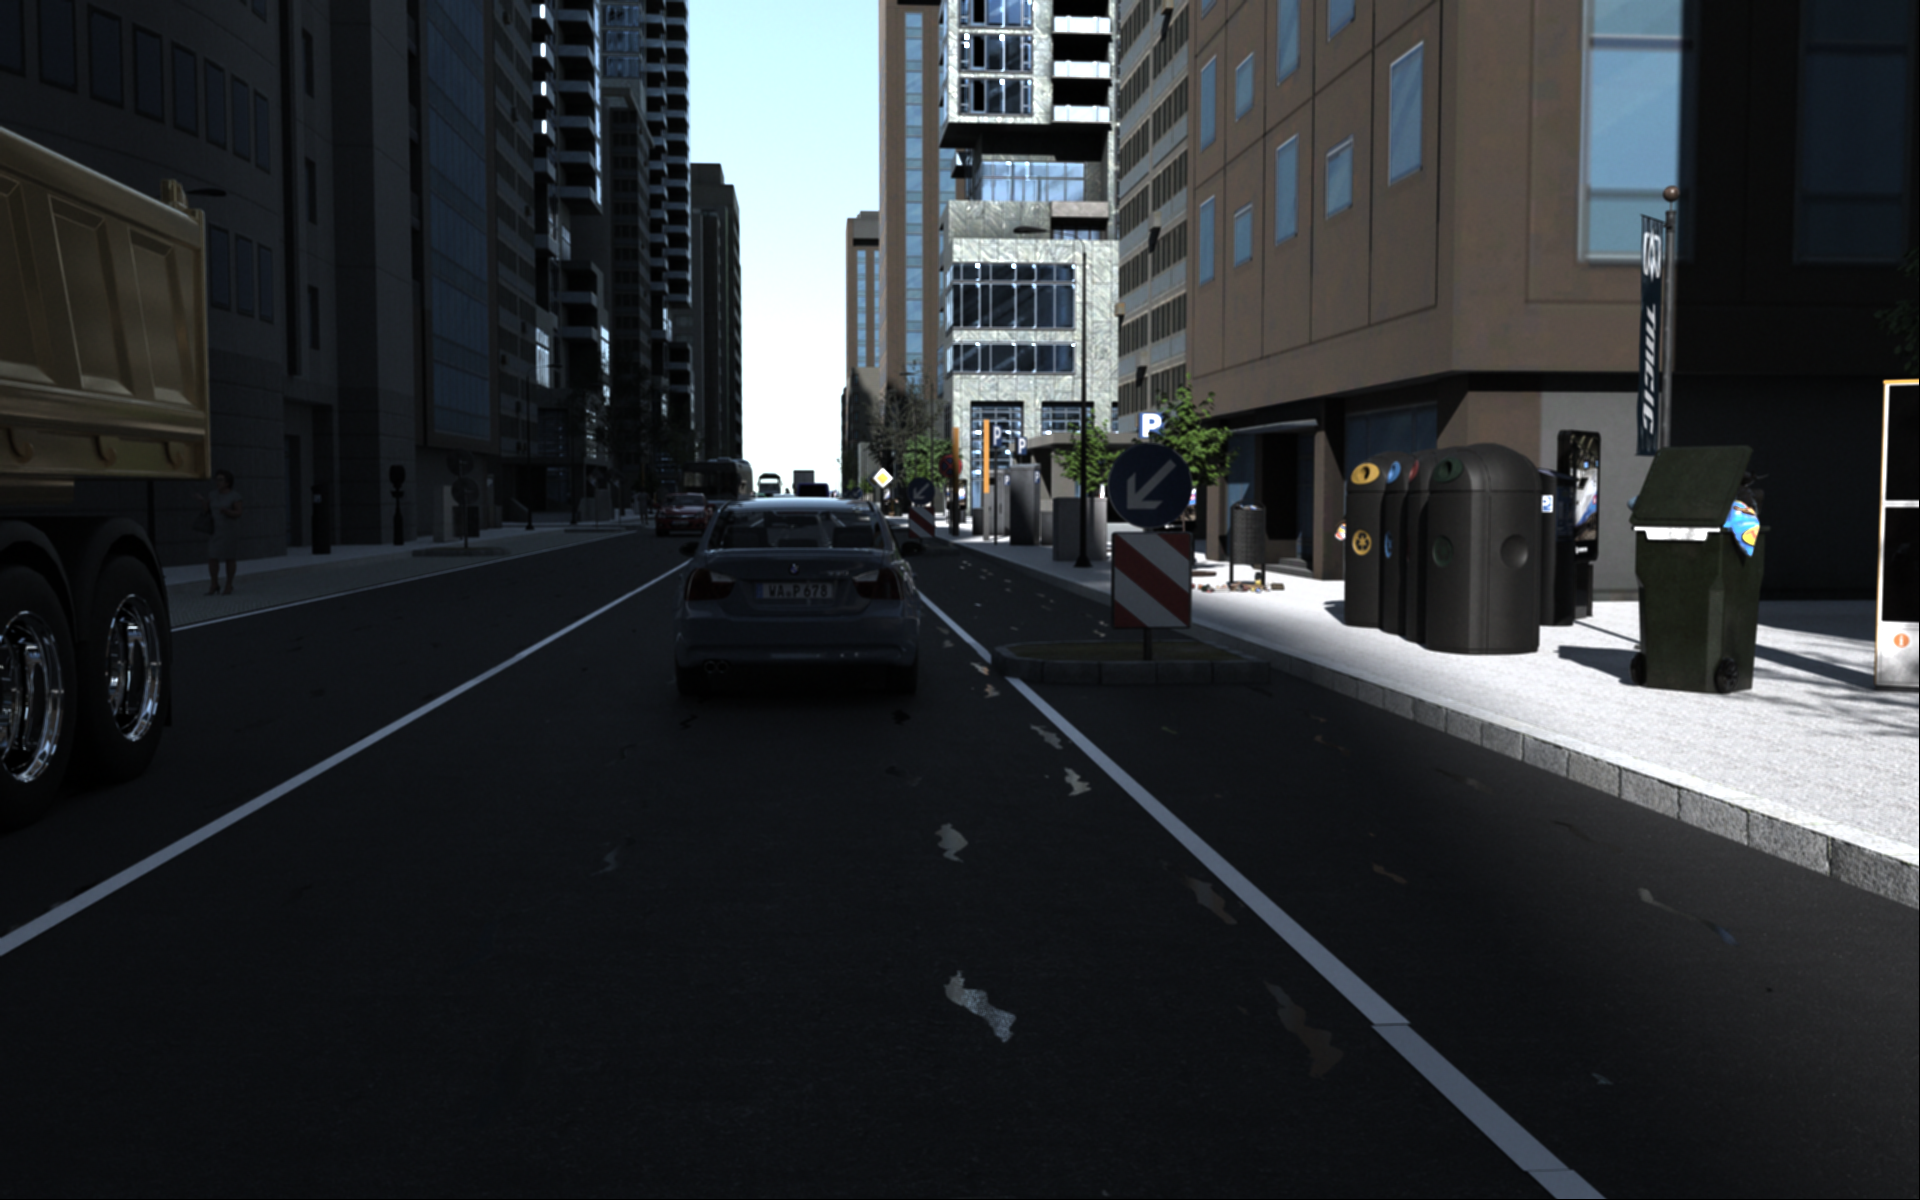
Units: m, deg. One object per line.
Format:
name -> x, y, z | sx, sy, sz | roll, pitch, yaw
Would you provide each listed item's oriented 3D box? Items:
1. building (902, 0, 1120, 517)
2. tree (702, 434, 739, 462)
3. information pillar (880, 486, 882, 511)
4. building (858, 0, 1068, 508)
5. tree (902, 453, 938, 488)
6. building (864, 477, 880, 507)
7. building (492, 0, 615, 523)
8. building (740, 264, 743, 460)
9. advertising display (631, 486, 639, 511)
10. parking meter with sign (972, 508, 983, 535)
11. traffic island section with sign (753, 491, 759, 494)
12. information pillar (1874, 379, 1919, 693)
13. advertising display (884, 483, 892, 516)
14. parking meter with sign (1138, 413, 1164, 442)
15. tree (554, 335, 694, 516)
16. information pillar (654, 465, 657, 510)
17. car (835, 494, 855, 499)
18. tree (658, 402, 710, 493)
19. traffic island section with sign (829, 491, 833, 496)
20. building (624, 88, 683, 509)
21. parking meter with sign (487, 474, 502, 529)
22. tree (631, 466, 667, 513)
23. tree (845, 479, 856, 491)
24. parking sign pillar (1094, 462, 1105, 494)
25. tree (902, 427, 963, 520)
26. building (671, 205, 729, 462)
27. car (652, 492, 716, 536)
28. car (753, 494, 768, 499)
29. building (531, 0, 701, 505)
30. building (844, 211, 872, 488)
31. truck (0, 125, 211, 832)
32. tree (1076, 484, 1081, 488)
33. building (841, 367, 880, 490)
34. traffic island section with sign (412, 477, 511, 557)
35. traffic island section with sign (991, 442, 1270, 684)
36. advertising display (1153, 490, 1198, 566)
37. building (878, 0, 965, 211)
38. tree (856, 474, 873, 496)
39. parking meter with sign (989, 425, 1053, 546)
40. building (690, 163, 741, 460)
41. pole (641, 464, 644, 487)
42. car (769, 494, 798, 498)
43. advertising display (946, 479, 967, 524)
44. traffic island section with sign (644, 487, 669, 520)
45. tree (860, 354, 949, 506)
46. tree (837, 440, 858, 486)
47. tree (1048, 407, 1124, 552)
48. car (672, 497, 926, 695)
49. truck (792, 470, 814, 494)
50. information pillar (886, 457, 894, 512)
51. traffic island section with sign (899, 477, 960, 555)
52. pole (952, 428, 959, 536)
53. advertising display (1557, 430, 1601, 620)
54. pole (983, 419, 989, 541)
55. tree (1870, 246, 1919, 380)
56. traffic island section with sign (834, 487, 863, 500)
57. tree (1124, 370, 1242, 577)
building -> 7.391, -48.825, 110.956 | 22.319, 86.520, 31.000 | 0, 4, -5
tree -> -28.554, -15.761, 208.057 | 4.360, 8.622, 3.978 | 0, 3, 0
information pillar -> -5.365, -7.117, 120.858 | 0.304, 2.012, 0.304 | 1, 4, 15
building -> -0.748, -54.743, 207.713 | 22.319, 86.520, 31.000 | 0, 4, -5
tree -> -1.789, -5.294, 81.150 | 1.663, 3.219, 1.824 | 0, 3, 0
building -> 6.103, -29.987, 182.172 | 32.217, 40.220, 23.993 | 0, 4, -5
building -> -33.904, -23.930, 83.137 | 32.217, 40.220, 23.993 | 0, 4, -5
building -> -44.813, -37.590, 298.197 | 14.154, 41.232, 14.086 | 0, 4, -5
advertising display -> -24.461, -7.710, 131.279 | 0.974, 1.923, 0.123 | 1, 4, 18
parking meter with sign -> 1.174, -3.494, 53.387 | 1.738, 3.016, 0.543 | 2, 4, 34
traffic island section with sign -> -32.600, -16.722, 282.036 | 1.989, 1.847, 2.006 | 0, 4, -5
information pillar -> 6.156, -0.415, 11.270 | 0.304, 2.012, 0.304 | 2, 4, 31
advertising display -> -4.277, -5.907, 101.786 | 0.123, 1.923, 0.974 | -2, 4, -29
parking meter with sign -> 4.156, -2.451, 36.328 | 0.543, 3.016, 1.738 | 0, 4, -4
tree -> -19.682, -10.199, 101.174 | 8.767, 10.594, 7.601 | 0, 4, -2
information pillar -> -24.685, -9.103, 140.193 | 0.183, 3.616, 0.504 | -1, 4, -15
car -> -9.070, -7.765, 135.746 | 1.959, 1.807, 4.718 | 0, 4, -6
tree -> -22.064, -11.362, 136.137 | 4.737, 8.622, 4.395 | 0, 3, 0
traffic island section with sign -> -8.213, -7.014, 123.313 | 1.989, 1.847, 2.006 | 0, 4, -5
building -> -41.198, -28.506, 157.947 | 32.217, 40.220, 23.993 | 0, 4, -5
parking meter with sign -> -17.847, -4.198, 64.891 | 1.738, 3.016, 0.543 | 3, 4, 36
tree -> -20.826, -7.473, 116.785 | 1.663, 3.219, 1.824 | 0, 3, 0
tree -> -12.348, -12.545, 199.719 | 1.663, 3.219, 1.824 | 0, 3, 0
parking sign pillar -> 6.274, -5.285, 74.879 | 1.447, 3.967, 1.447 | -2, 4, -25
tree -> -1.371, -6.203, 85.130 | 4.285, 4.588, 4.351 | 0, 3, 0
building -> -39.176, -33.908, 237.989 | 14.154, 41.232, 14.086 | 0, 4, -5
car -> -9.554, -3.128, 60.183 | 2.155, 1.783, 4.494 | 0, 4, -5
car -> -20.125, -10.042, 172.990 | 1.959, 1.807, 4.718 | 0, 4, -6
building -> -38.871, -53.324, 184.523 | 22.319, 86.520, 31.000 | 0, 4, -5
building -> -10.936, -38.075, 272.632 | 14.600, 45.320, 14.200 | 0, 4, -5
truck -> -4.981, -0.548, 4.890 | 3.469, 3.379, 9.791 | 0, 4, -6
tree -> 7.420, -6.720, 93.589 | 4.285, 4.588, 4.351 | 0, 3, 0
building -> -6.171, -27.543, 295.362 | 27.650, 21.520, 28.899 | 0, 4, -5
traffic island section with sign -> -11.566, -1.943, 40.391 | 1.989, 1.847, 2.006 | 0, 4, -5
traffic island section with sign -> 1.286, -0.330, 14.029 | 1.989, 1.847, 2.006 | 0, 4, -5
advertising display -> 3.790, -1.571, 30.894 | 0.974, 1.923, 0.123 | -1, 4, -22
building -> 0.532, -30.102, 142.277 | 14.600, 45.320, 14.200 | 0, 4, -5
tree -> -8.585, -10.325, 163.415 | 1.663, 3.219, 1.824 | 0, 3, 0
parking meter with sign -> 1.632, -2.882, 43.377 | 1.738, 3.016, 0.543 | 2, 4, 28
building -> -43.531, -38.654, 255.694 | 21.300, 48.544, 21.600 | 0, 4, -5
pole -> -21.612, -7.599, 118.090 | 0.158, 3.312, 0.155 | 0, 3, 0
car -> -7.665, -4.034, 75.747 | 2.009, 1.686, 4.222 | 0, 4, -4
advertising display -> -0.157, -4.302, 75.547 | 0.974, 1.923, 0.123 | 2, 4, 27
traffic island section with sign -> -16.385, -5.325, 95.683 | 1.989, 1.847, 2.006 | 0, 4, -5
tree -> -2.667, -8.566, 90.416 | 4.360, 8.622, 3.978 | 0, 3, 0
tree -> -14.622, -17.233, 232.129 | 4.737, 8.622, 4.395 | 0, 3, 0
tree -> 3.012, -2.683, 38.467 | 1.663, 3.219, 1.824 | 0, 3, 0
car -> -1.252, -0.104, 13.707 | 2.014, 1.417, 4.499 | 0, 4, -4
truck -> -18.782, -13.423, 208.372 | 2.839, 4.237, 11.283 | 0, 4, -5
information pillar -> -4.417, -7.231, 109.576 | 0.504, 3.616, 0.183 | 1, 4, 14
traffic island section with sign -> -1.081, -2.004, 41.392 | 1.989, 1.847, 2.006 | 0, 4, -5
pole -> -0.138, -3.627, 53.143 | 0.158, 3.312, 0.155 | 0, 3, 0
advertising display -> 6.337, -0.768, 17.770 | 0.123, 1.923, 0.974 | 3, 4, 38
pole -> 0.718, -3.274, 47.368 | 0.158, 3.312, 0.155 | 0, 3, 0
tree -> 10.802, -2.041, 17.084 | 4.285, 4.588, 4.351 | 0, 3, 0
traffic island section with sign -> -5.878, -5.372, 96.458 | 1.989, 1.847, 2.006 | 0, 4, -5
tree -> 3.544, -1.990, 27.138 | 1.663, 3.219, 1.824 | 0, 3, 0
